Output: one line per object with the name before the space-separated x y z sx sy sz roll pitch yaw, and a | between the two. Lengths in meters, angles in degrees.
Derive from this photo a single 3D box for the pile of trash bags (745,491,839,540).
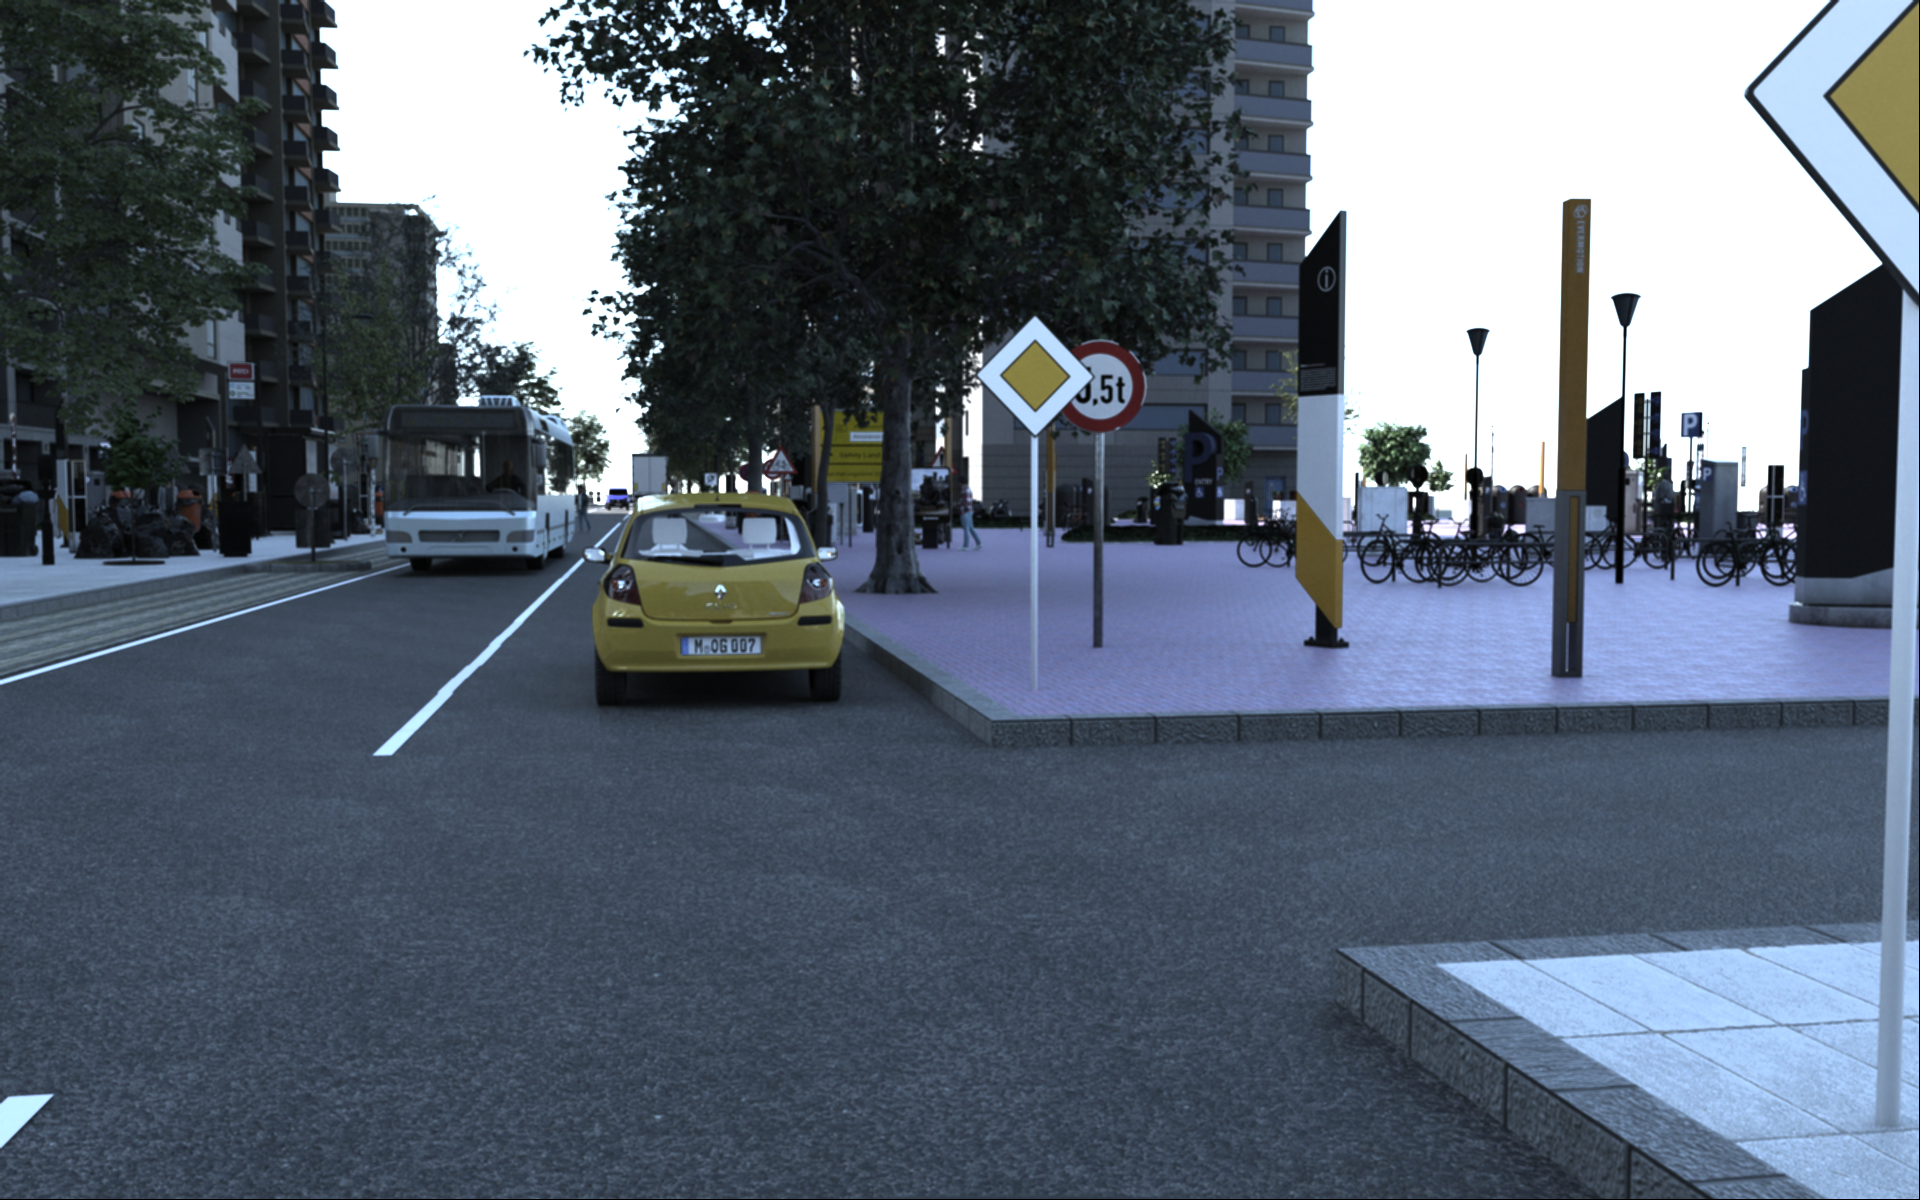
pile of trash bags | -5.036 -2.408 49.125 3.447 1.369 1.912 3 5 44

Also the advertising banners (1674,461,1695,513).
advertising banners | 37.319 -5.755 90.285 2.074 3.025 0.090 0 4 -5

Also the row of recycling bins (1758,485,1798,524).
row of recycling bins | 36.585 -4.165 75.215 3.534 1.692 1.069 1 4 15

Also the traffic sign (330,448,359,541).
traffic sign | -16.928 -2.908 47.655 0.768 2.556 0.104 0 4 -8

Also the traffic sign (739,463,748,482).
traffic sign | -8.814 -4.404 72.110 0.768 2.556 0.104 0 4 -2

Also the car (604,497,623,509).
car | -34.293 -9.720 171.509 1.945 1.354 3.894 -1 4 -11

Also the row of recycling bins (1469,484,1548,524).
row of recycling bins | 23.191 -4.052 73.364 3.534 1.692 1.069 -1 4 -14

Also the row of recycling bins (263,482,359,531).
row of recycling bins | -23.120 -3.318 61.369 3.534 1.692 1.069 1 4 12

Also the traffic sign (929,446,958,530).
traffic sign | -0.493 -2.844 46.511 0.884 2.594 0.081 0 4 -4

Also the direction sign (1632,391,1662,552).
direction sign | 15.204 -2.838 38.395 0.379 3.537 0.876 -1 4 -18

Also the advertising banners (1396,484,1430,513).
advertising banners | 22.679 -5.581 87.439 2.074 3.025 0.090 1 4 11

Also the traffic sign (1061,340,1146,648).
traffic sign | 1.156 -0.875 14.420 0.768 2.556 0.104 0 4 -2

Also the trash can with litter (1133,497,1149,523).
trash can with litter | 7.903 -3.976 76.393 0.624 1.170 1.055 -1 4 -18

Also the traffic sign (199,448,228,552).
traffic sign | -16.501 -2.213 38.304 0.606 2.300 0.079 0 4 -3

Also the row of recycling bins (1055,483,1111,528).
row of recycling bins | 4.734 -3.690 67.443 1.069 1.692 3.534 2 4 35

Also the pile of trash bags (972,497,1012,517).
pile of trash bags | 0.413 -3.587 68.401 3.447 1.369 1.912 0 4 7

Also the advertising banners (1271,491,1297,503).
advertising banners | 15.379 -5.105 79.661 2.074 3.025 0.090 0 4 5

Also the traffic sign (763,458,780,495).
traffic sign | -6.705 -3.786 62.005 0.768 2.556 0.104 -1 4 -9

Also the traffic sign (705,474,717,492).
traffic sign | -12.251 -5.081 85.202 0.606 2.300 0.079 0 4 -2

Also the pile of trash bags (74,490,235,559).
pile of trash bags | -16.728 -1.605 35.998 1.912 1.369 3.447 0 4 3

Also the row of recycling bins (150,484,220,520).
row of recycling bins | -31.622 -3.898 70.853 1.069 1.692 3.534 1 4 17

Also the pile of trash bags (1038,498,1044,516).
pile of trash bags | 5.351 -4.607 85.083 3.447 1.369 1.912 3 5 41

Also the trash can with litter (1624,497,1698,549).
trash can with litter | 16.473 -1.823 40.859 1.678 1.210 2.233 -1 4 -15

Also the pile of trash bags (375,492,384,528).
pile of trash bags | -20.997 -3.398 65.305 1.912 1.369 3.447 1 4 16

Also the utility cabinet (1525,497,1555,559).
utility cabinet | 11.770 -1.420 34.387 1.020 1.237 0.306 2 4 25

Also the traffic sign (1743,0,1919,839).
traffic sign | 1.915 -0.076 3.441 0.795 2.593 0.064 -1 4 -10

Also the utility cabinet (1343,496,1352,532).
utility cabinet | 12.394 -2.811 57.119 1.020 1.237 0.306 3 4 37

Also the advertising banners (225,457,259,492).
advertising banners | -33.357 -5.188 81.018 2.074 3.025 0.090 -1 4 -21

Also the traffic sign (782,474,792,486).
traffic sign | -6.967 -4.381 71.631 0.884 2.594 0.081 -1 4 -9

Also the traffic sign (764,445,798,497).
traffic sign | -4.733 -2.805 45.869 0.884 2.594 0.081 0 4 -8

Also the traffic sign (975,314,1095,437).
traffic sign | 0.508 -0.557 11.302 0.795 2.593 0.064 -1 4 -10

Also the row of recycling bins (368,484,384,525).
row of recycling bins | -23.923 -4.027 72.961 3.534 1.692 1.069 -2 4 -29

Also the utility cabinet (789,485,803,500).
utility cabinet | -4.181 -2.169 44.149 0.318 1.500 1.173 0 4 -3

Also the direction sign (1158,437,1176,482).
direction sign | 8.312 -4.742 69.523 0.876 3.537 0.379 -2 4 -31

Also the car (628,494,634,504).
car | -43.235 -13.243 226.309 2.009 1.686 4.222 0 4 -8

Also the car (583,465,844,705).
car | -1.889 -0.187 13.277 2.015 1.641 3.980 -1 4 -9

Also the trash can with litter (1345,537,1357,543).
trash can with litter | 10.989 -2.103 45.435 1.678 1.210 2.233 -3 5 -44

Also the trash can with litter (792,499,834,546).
trash can with litter | -3.304 -1.633 38.087 1.055 1.170 0.624 -1 4 -9

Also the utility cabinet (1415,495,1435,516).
utility cabinet | 24.458 -4.884 91.020 1.020 1.237 0.306 3 5 44

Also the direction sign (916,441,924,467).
direction sign | -1.712 -5.040 74.396 0.379 3.537 0.876 -2 4 -24

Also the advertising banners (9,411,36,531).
advertising banners | -20.422 -2.541 37.727 0.090 3.025 2.074 -1 4 -17

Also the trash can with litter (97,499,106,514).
trash can with litter | -24.301 -2.351 49.825 0.624 1.170 1.055 0 4 -3

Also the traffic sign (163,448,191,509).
traffic sign | -20.161 -2.715 44.390 0.884 2.594 0.081 0 4 -1

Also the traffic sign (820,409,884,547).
traffic sign | -2.316 -2.919 41.594 2.265 3.308 0.079 0 4 -2

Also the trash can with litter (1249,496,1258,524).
trash can with litter | 8.940 -2.543 52.630 1.678 1.210 2.233 0 4 -2

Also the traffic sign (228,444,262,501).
traffic sign | -18.617 -2.758 45.095 0.884 2.594 0.081 0 4 -1
